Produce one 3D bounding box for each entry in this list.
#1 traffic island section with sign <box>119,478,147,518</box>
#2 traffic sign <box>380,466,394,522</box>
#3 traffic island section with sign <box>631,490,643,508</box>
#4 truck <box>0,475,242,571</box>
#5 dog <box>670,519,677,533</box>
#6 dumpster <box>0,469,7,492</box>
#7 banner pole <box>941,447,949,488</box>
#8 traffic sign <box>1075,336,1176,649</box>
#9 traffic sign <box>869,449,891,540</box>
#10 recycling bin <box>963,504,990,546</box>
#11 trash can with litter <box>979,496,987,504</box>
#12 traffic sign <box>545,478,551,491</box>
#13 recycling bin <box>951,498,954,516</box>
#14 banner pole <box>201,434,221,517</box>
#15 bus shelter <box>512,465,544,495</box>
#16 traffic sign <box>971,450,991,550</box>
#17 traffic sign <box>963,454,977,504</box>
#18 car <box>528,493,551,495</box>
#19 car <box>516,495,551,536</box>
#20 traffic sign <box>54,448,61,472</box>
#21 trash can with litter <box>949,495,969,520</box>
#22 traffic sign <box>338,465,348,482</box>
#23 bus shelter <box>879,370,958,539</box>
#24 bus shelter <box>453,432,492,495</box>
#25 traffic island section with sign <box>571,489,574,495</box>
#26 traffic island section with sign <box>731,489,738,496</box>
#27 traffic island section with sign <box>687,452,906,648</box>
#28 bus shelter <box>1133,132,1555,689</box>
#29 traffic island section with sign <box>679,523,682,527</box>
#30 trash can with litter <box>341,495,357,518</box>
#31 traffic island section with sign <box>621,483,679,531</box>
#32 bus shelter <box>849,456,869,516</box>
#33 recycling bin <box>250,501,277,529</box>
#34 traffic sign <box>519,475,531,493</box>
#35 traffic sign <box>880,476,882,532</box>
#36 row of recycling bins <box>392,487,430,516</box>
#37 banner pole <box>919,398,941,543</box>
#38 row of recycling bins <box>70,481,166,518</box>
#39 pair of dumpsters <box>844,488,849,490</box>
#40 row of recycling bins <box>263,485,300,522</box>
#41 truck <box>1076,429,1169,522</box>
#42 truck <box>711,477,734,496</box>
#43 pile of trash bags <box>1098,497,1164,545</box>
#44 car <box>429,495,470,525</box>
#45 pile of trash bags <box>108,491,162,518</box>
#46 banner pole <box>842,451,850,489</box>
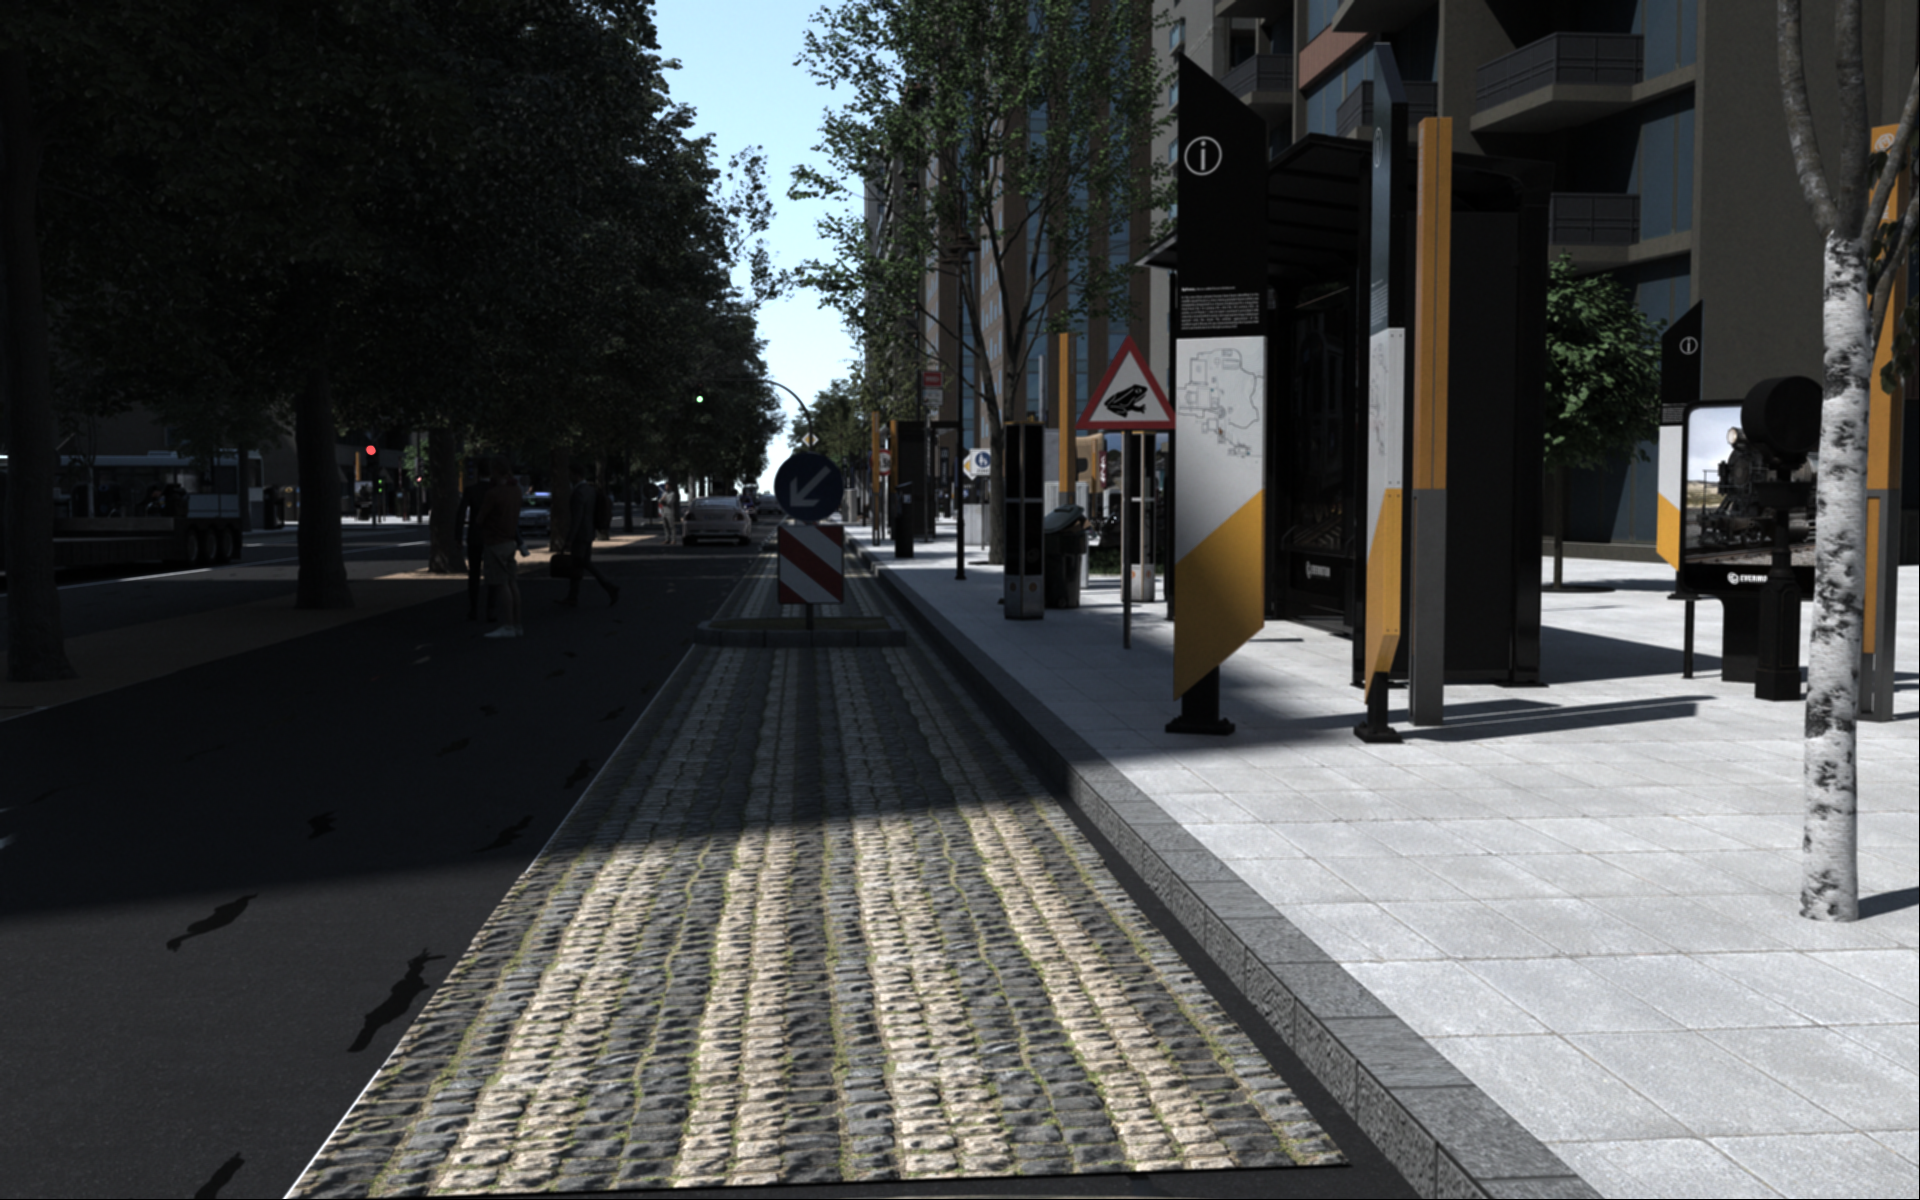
[{"bbox_3d":[-20.621,-2.092,42.832,1.989,1.847,2.006,0,4,-5],"label":"traffic island section with sign"},{"bbox_3d":[-26.778,-4.923,80.498,0.884,2.594,0.081,0,4,-4],"label":"traffic sign"},{"bbox_3d":[-32.475,-10.180,175.072,1.989,1.847,2.006,0,4,-5],"label":"traffic island section with sign"},{"bbox_3d":[-15.489,-2.276,26.977,2.967,4.110,18.799,0,4,-5],"label":"truck"},{"bbox_3d":[-10.696,-2.770,64.571,0.406,0.507,0.540,-3,4,-38],"label":"dog"},{"bbox_3d":[-22.521,-2.156,41.003,1.264,1.857,1.865,0,4,-5],"label":"dumpster"},{"bbox_3d":[-0.861,-5.579,81.237,0.863,3.779,0.401,-2,4,-33],"label":"banner pole"},{"bbox_3d":[1.386,-0.875,14.306,0.884,2.594,0.081,0,4,2],"label":"traffic sign"},{"bbox_3d":[-2.158,-2.969,48.645,0.768,2.556,0.104,0,4,-1],"label":"traffic sign"},{"bbox_3d":[0.356,-1.882,43.323,0.722,1.027,0.722,1,4,10],"label":"recycling bin"},{"bbox_3d":[1.413,-4.391,83.173,1.055,1.170,0.624,0,4,6],"label":"trash can with litter"},{"bbox_3d":[-32.403,-8.355,136.713,0.768,2.556,0.104,0,4,3],"label":"traffic sign"},{"bbox_3d":[-0.301,-5.554,103.355,0.722,1.027,0.722,-2,4,-25],"label":"recycling bin"},{"bbox_3d":[-28.011,-4.579,64.882,0.863,3.779,0.401,-1,4,-22],"label":"banner pole"},{"bbox_3d":[-31.198,-7.962,124.109,2.014,3.302,5.546,0,4,-5],"label":"bus shelter"},{"bbox_3d":[0.523,-2.277,39.365,0.606,2.300,0.079,0,4,-5],"label":"traffic sign"},{"bbox_3d":[0.326,-2.790,46.807,0.795,2.450,0.064,0,4,-4],"label":"traffic sign"},{"bbox_3d":[-20.138,-4.468,82.643,1.945,1.707,3.694,0,4,-4],"label":"car"},{"bbox_3d":[-14.810,-2.953,60.291,2.014,1.417,4.499,0,4,-7],"label":"car"},{"bbox_3d":[-23.999,-2.776,45.500,0.768,2.556,0.104,0,4,-2],"label":"traffic sign"},{"bbox_3d":[0.562,-4.648,87.054,2.233,1.210,1.678,0,4,-3],"label":"trash can with litter"},{"bbox_3d":[-28.188,-4.804,78.556,0.884,2.594,0.081,0,4,0],"label":"traffic sign"},{"bbox_3d":[-1.396,-4.656,53.756,2.179,5.291,8.768,0,4,-5],"label":"bus shelter"},{"bbox_3d":[-28.491,-7.514,100.482,2.179,5.291,8.768,0,4,-5],"label":"bus shelter"},{"bbox_3d":[-27.952,-7.092,124.580,1.989,1.847,2.006,0,4,-5],"label":"traffic island section with sign"},{"bbox_3d":[-19.675,-8.729,150.847,2.006,1.907,1.989,0,4,-5],"label":"traffic island section with sign"},{"bbox_3d":[-1.582,-0.512,16.997,1.989,1.847,2.006,0,4,-5],"label":"traffic island section with sign"},{"bbox_3d":[2.860,-1.418,14.471,1.731,3.624,6.357,0,4,-5],"label":"bus shelter"},{"bbox_3d":[-12.963,-4.151,76.007,2.006,1.907,1.989,0,4,-5],"label":"traffic island section with sign"},{"bbox_3d":[-33.146,-5.102,94.483,2.233,1.210,1.678,0,4,1],"label":"trash can with litter"},{"bbox_3d":[-12.312,-3.700,68.629,2.006,1.907,1.989,0,4,-5],"label":"traffic island section with sign"},{"bbox_3d":[-4.853,-6.068,93.127,2.014,3.302,5.546,0,4,-5],"label":"bus shelter"},{"bbox_3d":[-25.708,-3.143,63.942,0.722,1.027,0.722,0,4,1],"label":"recycling bin"},{"bbox_3d":[-29.369,-7.147,116.957,0.768,2.556,0.104,0,4,-4],"label":"traffic sign"},{"bbox_3d":[-2.652,-3.461,58.714,0.606,2.300,0.079,0,4,4],"label":"traffic sign"},{"bbox_3d":[-33.217,-5.988,105.019,1.069,1.692,3.534,1,4,12],"label":"row of recycling bins"},{"bbox_3d":[-0.839,-3.363,44.998,0.401,3.779,0.863,-1,4,-11],"label":"banner pole"},{"bbox_3d":[-27.077,-2.987,55.948,3.534,1.692,1.069,1,4,11],"label":"row of recycling bins"},{"bbox_3d":[-7.297,-6.879,114.960,1.574,2.255,4.437,0,4,-5],"label":"pair of dumpsters"},{"bbox_3d":[-33.845,-4.692,83.834,3.534,1.692,1.069,1,4,10],"label":"row of recycling bins"},{"bbox_3d":[8.330,-5.211,74.117,11.283,4.237,2.839,0,4,-5],"label":"truck"},{"bbox_3d":[-27.562,-12.985,201.224,2.839,4.237,11.283,0,4,-6],"label":"truck"},{"bbox_3d":[4.738,-2.009,42.593,1.912,1.369,3.447,2,4,26],"label":"pile of trash bags"},{"bbox_3d":[-23.954,-4.282,82.367,2.083,1.381,4.827,0,4,-6],"label":"car"},{"bbox_3d":[-25.046,-2.663,53.296,1.912,1.369,3.447,-1,4,-10],"label":"pile of trash bags"},{"bbox_3d":[-6.557,-6.754,100.438,0.401,3.779,0.863,-3,5,-44],"label":"banner pole"}]
